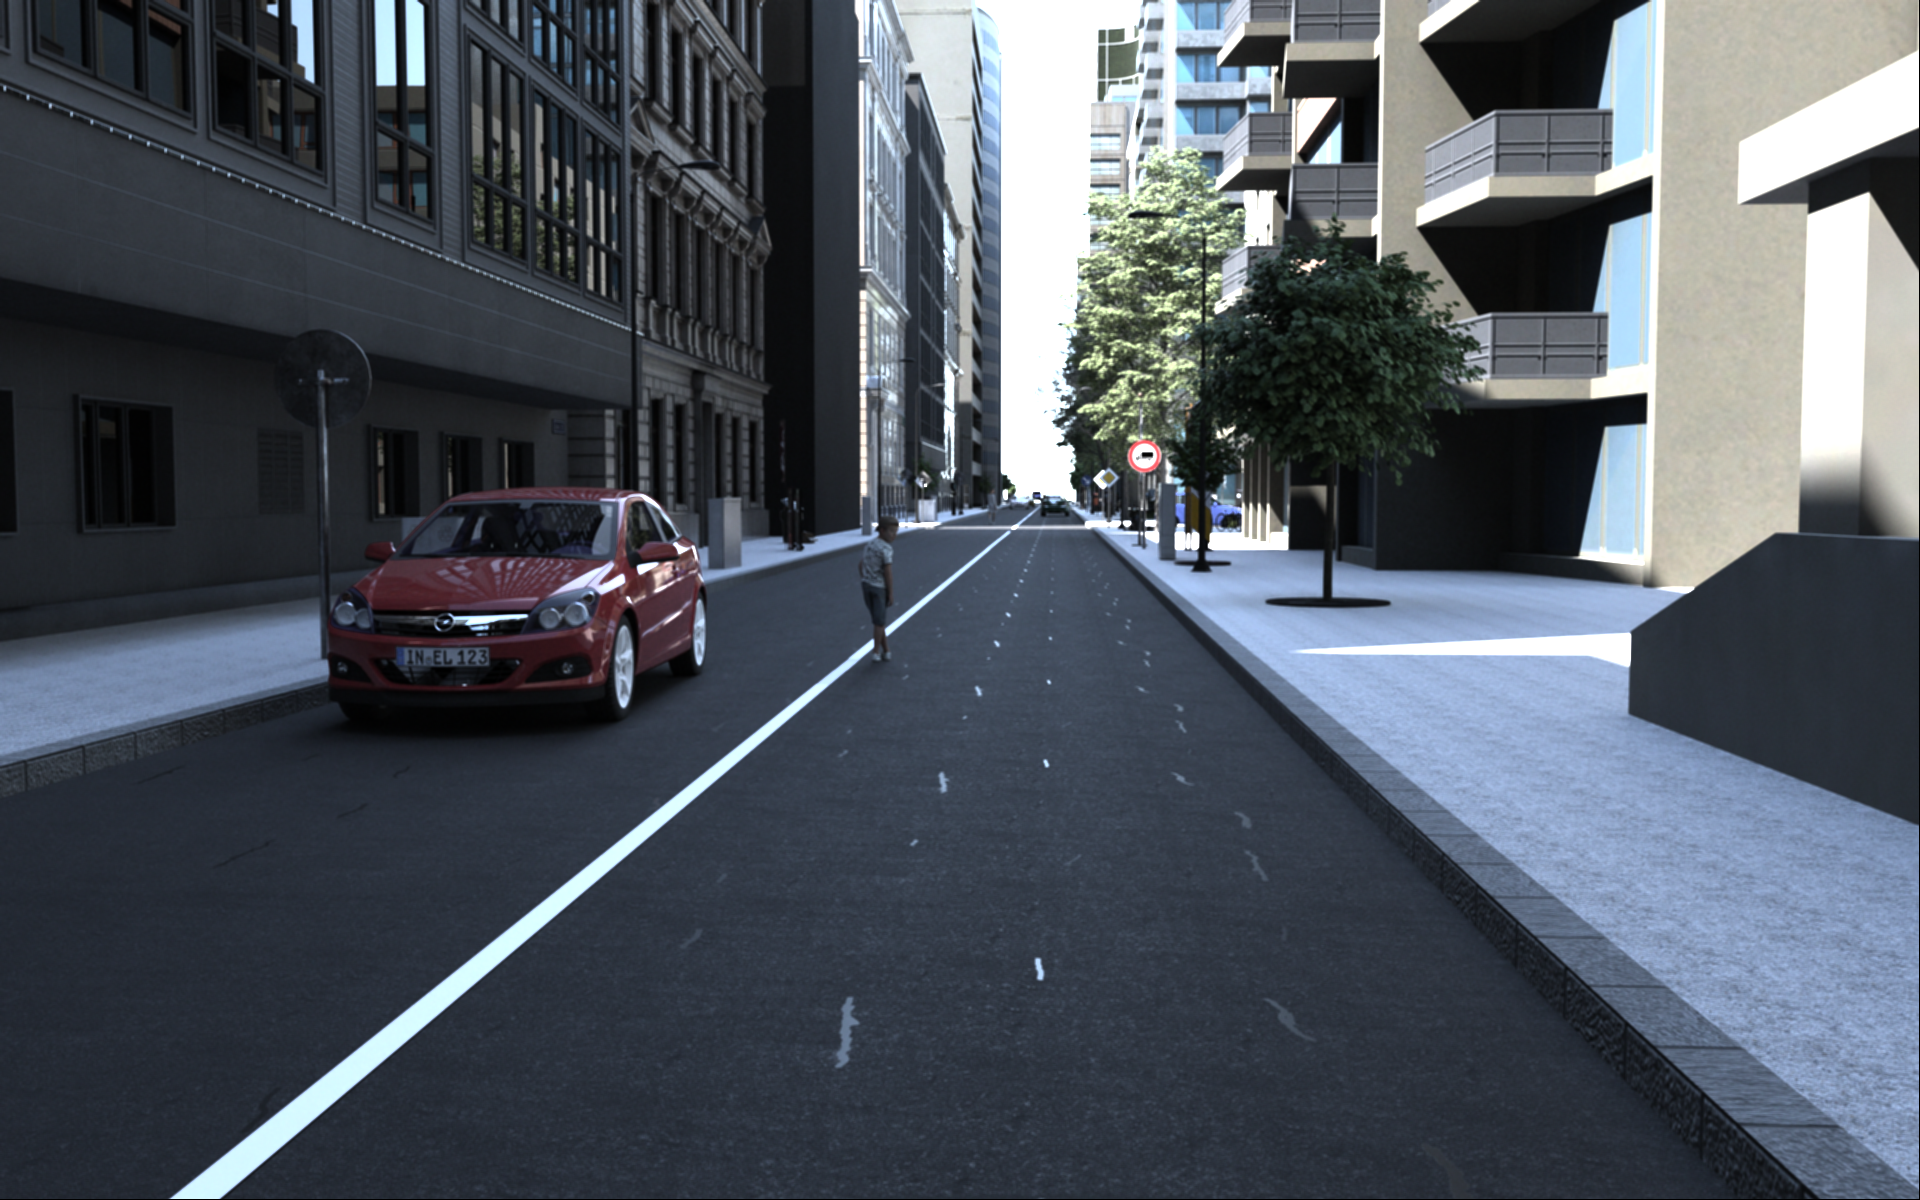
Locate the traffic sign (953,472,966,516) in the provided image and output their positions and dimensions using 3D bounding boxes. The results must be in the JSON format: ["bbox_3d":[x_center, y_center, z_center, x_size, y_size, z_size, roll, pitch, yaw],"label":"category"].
[{"bbox_3d":[-0.053,-6.238,102.099,0.768,2.556,0.104,1,4,10],"label":"traffic sign"}]

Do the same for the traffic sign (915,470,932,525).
[{"bbox_3d":[-1.560,-4.230,72.804,0.795,2.450,0.064,0,4,3],"label":"traffic sign"}]

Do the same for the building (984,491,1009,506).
[{"bbox_3d":[-9.937,-33.813,244.725,32.217,40.220,23.993,0,4,3],"label":"building"}]

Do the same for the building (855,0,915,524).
[{"bbox_3d":[-9.618,-18.202,83.502,13.634,28.700,20.117,0,4,3],"label":"building"}]

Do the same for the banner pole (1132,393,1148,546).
[{"bbox_3d":[4.451,-3.218,42.625,0.401,3.779,0.863,0,4,2],"label":"banner pole"}]

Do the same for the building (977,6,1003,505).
[{"bbox_3d":[-5.853,-40.686,207.213,21.231,58.520,28.212,0,4,3],"label":"building"}]

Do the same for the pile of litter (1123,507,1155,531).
[{"bbox_3d":[6.336,-2.852,60.590,1.176,0.858,1.719,0,4,-8],"label":"pile of litter"}]

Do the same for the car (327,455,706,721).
[{"bbox_3d":[-2.973,-0.199,12.288,2.155,1.783,4.494,0,4,1],"label":"car"}]

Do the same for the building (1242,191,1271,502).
[{"bbox_3d":[29.895,-14.645,84.485,28.899,21.520,27.650,0,4,3],"label":"building"}]

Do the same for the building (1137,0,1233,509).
[{"bbox_3d":[24.791,-31.258,130.669,23.786,49.044,30.456,0,4,3],"label":"building"}]

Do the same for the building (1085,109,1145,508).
[{"bbox_3d":[28.550,-28.846,163.506,32.217,40.220,23.993,0,4,3],"label":"building"}]

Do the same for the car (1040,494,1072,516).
[{"bbox_3d":[6.241,-6.207,113.274,2.131,1.459,4.920,0,4,5],"label":"car"}]

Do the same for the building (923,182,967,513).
[{"bbox_3d":[-6.353,-20.415,131.044,12.463,27.353,25.104,0,4,3],"label":"building"}]

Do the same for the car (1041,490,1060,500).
[{"bbox_3d":[9.570,-10.471,179.873,2.281,1.827,5.304,0,4,5],"label":"car"}]

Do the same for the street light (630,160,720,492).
[{"bbox_3d":[-4.035,-3.165,24.289,1.470,5.913,1.316,0,4,3],"label":"street light"}]

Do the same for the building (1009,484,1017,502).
[{"bbox_3d":[-6.644,-36.736,292.513,32.217,40.220,23.993,0,4,3],"label":"building"}]

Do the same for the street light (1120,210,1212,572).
[{"bbox_3d":[3.456,-3.423,28.511,1.470,5.913,1.316,0,4,3],"label":"street light"}]

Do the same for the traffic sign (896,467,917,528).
[{"bbox_3d":[-1.998,-3.742,64.831,0.795,2.450,0.064,0,4,3],"label":"traffic sign"}]

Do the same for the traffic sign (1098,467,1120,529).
[{"bbox_3d":[5.534,-3.716,64.398,0.795,2.450,0.064,0,4,3],"label":"traffic sign"}]

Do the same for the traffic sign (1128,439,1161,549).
[{"bbox_3d":[4.317,-2.473,40.544,0.768,2.556,0.104,1,4,11],"label":"traffic sign"}]

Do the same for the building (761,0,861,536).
[{"bbox_3d":[-11.934,-13.975,58.174,15.834,23.373,12.332,0,4,3],"label":"building"}]

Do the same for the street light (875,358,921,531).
[{"bbox_3d":[-2.231,-5.318,59.492,1.470,5.913,1.316,0,4,3],"label":"street light"}]

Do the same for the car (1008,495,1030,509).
[{"bbox_3d":[5.703,-9.449,166.845,2.083,1.381,4.827,0,4,1],"label":"car"}]

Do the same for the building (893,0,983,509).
[{"bbox_3d":[-9.031,-32.713,158.556,21.300,48.544,21.600,0,4,3],"label":"building"}]

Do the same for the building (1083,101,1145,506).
[{"bbox_3d":[20.546,-30.565,183.338,14.154,41.232,14.086,0,4,3],"label":"building"}]

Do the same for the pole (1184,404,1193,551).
[{"bbox_3d":[5.194,-2.779,39.281,0.158,3.312,0.155,0,3,0],"label":"pole"}]

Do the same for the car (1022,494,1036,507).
[{"bbox_3d":[7.333,-11.004,190.137,2.015,1.641,3.980,0,4,3],"label":"car"}]

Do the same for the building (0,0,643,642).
[{"bbox_3d":[-13.360,-13.834,19.687,14.314,27.812,24.014,0,4,3],"label":"building"}]

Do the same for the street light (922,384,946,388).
[{"bbox_3d":[-1.287,-6.158,73.229,1.470,5.913,1.316,0,4,3],"label":"street light"}]

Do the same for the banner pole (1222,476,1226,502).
[{"bbox_3d":[15.337,-6.768,100.672,0.401,3.779,0.863,2,4,28],"label":"banner pole"}]

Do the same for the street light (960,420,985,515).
[{"bbox_3d":[0.628,-8.304,108.306,1.470,5.913,1.316,0,4,3],"label":"street light"}]

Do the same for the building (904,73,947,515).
[{"bbox_3d":[-8.625,-19.084,105.534,14.314,27.812,24.014,0,4,3],"label":"building"}]

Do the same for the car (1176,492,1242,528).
[{"bbox_3d":[9.608,-3.630,68.941,3.694,1.707,1.945,0,4,3],"label":"car"}]

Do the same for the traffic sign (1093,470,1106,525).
[{"bbox_3d":[5.972,-4.204,72.371,0.795,2.450,0.064,0,4,3],"label":"traffic sign"}]

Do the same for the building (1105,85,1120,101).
[{"bbox_3d":[26.858,-35.805,205.017,23.786,49.044,30.456,0,4,3],"label":"building"}]

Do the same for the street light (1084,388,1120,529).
[{"bbox_3d":[5.408,-5.560,63.441,1.470,5.913,1.316,0,4,3],"label":"street light"}]

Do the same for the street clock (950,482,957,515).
[{"bbox_3d":[-0.373,-6.114,104.527,0.358,2.002,0.471,2,4,31],"label":"street clock"}]

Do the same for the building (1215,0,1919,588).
[{"bbox_3d":[17.045,-23.295,35.493,22.147,44.769,28.867,0,4,3],"label":"building"}]

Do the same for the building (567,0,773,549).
[{"bbox_3d":[-10.792,-10.815,41.454,10.561,19.102,19.286,0,4,3],"label":"building"}]

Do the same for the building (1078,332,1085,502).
[{"bbox_3d":[26.378,-31.350,284.266,14.160,30.474,14.107,0,4,3],"label":"building"}]

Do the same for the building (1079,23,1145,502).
[{"bbox_3d":[28.729,-50.594,265.456,20.563,71.187,20.611,0,4,3],"label":"building"}]

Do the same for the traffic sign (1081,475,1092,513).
[{"bbox_3d":[8.476,-7.088,116.002,0.768,2.556,0.104,1,4,13],"label":"traffic sign"}]

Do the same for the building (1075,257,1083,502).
[{"bbox_3d":[26.942,-37.607,298.463,14.154,41.232,14.086,0,4,3],"label":"building"}]

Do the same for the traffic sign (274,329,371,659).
[{"bbox_3d":[-4.934,-0.814,13.410,0.768,2.556,0.104,0,4,3],"label":"traffic sign"}]

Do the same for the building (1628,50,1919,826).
[{"bbox_3d":[19.600,-18.911,1.074,32.217,40.220,23.993,0,4,3],"label":"building"}]
